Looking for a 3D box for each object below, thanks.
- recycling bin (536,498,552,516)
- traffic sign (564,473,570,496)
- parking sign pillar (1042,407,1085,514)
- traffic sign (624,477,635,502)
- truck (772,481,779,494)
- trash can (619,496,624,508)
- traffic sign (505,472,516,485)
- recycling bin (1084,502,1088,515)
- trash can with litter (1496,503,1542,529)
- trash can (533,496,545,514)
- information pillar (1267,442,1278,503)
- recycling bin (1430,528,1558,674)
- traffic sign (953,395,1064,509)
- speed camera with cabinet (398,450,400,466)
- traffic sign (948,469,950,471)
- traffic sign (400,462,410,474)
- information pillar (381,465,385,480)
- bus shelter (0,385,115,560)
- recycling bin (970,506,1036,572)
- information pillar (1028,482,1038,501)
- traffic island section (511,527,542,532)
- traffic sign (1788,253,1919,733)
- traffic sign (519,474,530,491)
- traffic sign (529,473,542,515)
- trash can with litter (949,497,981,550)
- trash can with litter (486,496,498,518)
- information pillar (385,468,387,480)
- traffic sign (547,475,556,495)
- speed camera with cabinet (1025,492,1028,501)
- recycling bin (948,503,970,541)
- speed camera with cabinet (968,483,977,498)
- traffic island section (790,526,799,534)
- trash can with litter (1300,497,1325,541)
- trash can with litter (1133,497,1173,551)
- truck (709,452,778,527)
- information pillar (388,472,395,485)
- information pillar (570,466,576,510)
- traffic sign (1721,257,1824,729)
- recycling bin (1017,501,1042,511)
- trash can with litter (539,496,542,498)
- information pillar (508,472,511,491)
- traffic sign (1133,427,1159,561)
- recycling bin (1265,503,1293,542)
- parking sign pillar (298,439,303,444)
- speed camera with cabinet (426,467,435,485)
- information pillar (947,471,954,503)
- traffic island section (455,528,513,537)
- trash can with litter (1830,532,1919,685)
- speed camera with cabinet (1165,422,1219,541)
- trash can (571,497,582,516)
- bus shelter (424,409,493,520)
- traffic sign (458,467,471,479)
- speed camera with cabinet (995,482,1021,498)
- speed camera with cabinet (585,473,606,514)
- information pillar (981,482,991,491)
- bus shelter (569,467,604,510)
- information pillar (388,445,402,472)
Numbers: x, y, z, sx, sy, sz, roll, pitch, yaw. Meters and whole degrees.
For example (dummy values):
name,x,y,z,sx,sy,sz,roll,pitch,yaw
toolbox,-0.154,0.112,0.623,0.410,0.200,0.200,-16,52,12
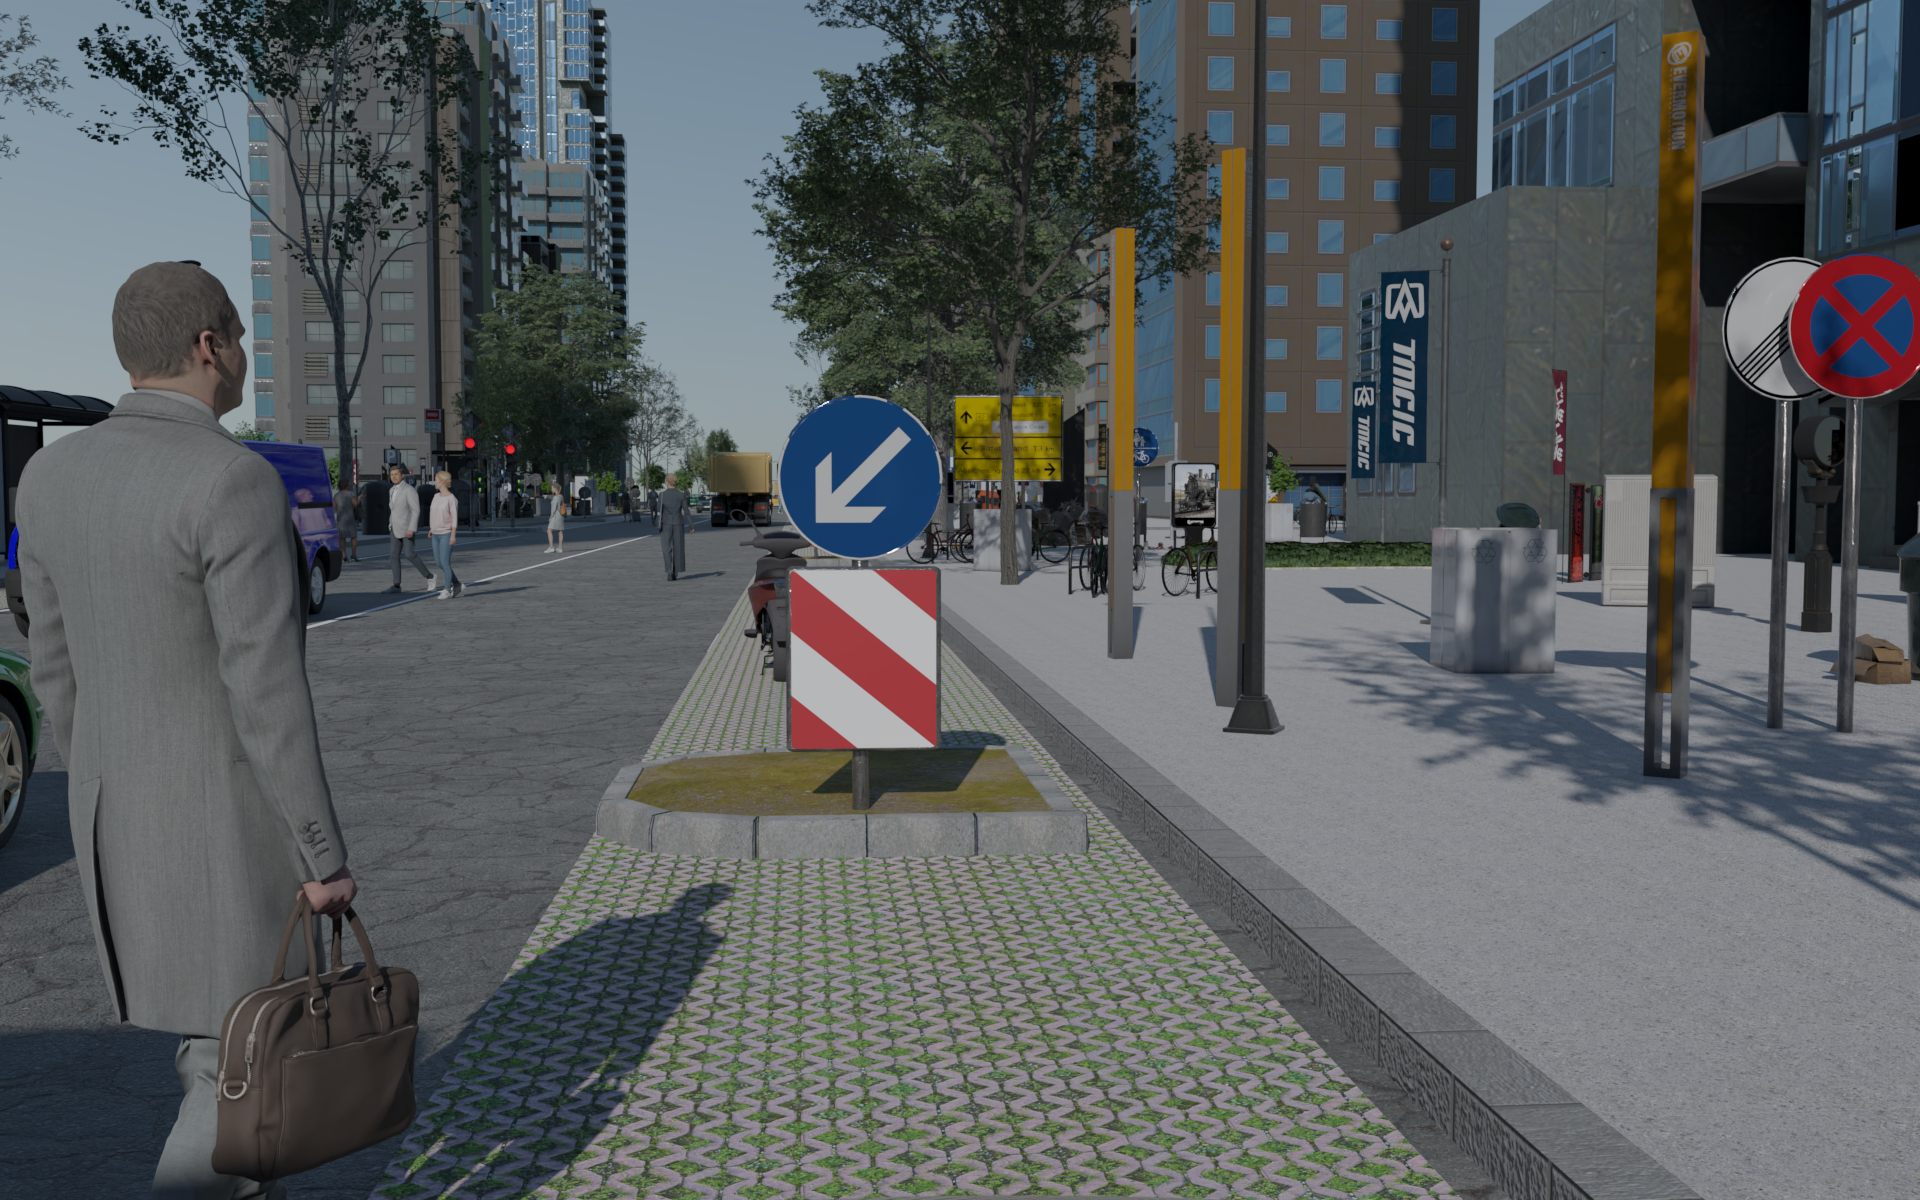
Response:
name,x,y,z,sx,sy,sz,roll,pitch,yaw
recycling bin,-24.608,-5.497,102.429,0.722,1.027,0.722,-2,4,-31
traffic sign,-24.118,-6.447,105.518,0.768,2.556,0.104,0,4,3
parking sign pillar,3.227,-4.010,54.037,1.447,3.967,1.447,0,4,0
traffic sign,-24.447,-7.834,128.186,0.768,2.556,0.104,0,4,-2
truck,-26.780,-16.254,261.669,3.469,3.379,9.791,0,4,-7
trash can,-24.626,-7.053,126.963,0.748,1.137,0.748,0,3,0
traffic sign,-21.906,-5.115,84.814,0.795,2.450,0.064,0,4,2
recycling bin,3.796,-2.707,56.808,0.722,1.027,0.722,1,4,9
trash can with litter,7.240,-0.661,22.193,0.624,1.170,1.055,0,4,5
trash can,-25.588,-5.730,105.346,0.748,1.137,0.748,0,3,0
information pillar,14.025,-5.295,77.920,0.504,3.616,0.183,1,4,9
recycling bin,3.900,-0.008,12.693,0.722,1.027,0.722,0,4,-1
traffic sign,0.990,-2.552,35.605,2.265,3.308,0.079,0,4,4
speed camera with cabinet,-25.219,-5.057,77.011,0.660,3.252,2.038,1,4,21
traffic sign,-0.782,-5.002,81.888,0.768,2.556,0.104,0,4,-2
traffic sign,-22.509,-4.284,70.047,0.884,2.594,0.081,0,4,0
information pillar,-45.650,-8.929,137.342,0.183,3.616,0.504,3,5,42
bus shelter,-17.860,-2.395,33.077,2.014,3.302,5.546,0,4,-5
recycling bin,0.712,-1.002,28.930,0.722,1.027,0.722,3,5,40
information pillar,2.809,-4.636,67.149,0.504,3.616,0.183,-3,5,-41
traffic island section,-17.147,-2.694,66.331,2.009,0.180,2.903,0,4,-5
traffic sign,4.771,-0.560,9.264,0.768,2.556,0.104,0,4,1
traffic sign,-27.961,-6.801,111.307,0.768,2.556,0.104,0,4,3
traffic sign,-26.231,-6.539,107.023,0.768,2.556,0.104,0,4,3
trash can with litter,0.575,-1.759,39.816,2.233,1.210,1.678,1,4,19
trash can with litter,-24.927,-4.922,91.863,0.624,1.170,1.055,-3,5,-42
information pillar,-37.370,-7.502,114.016,0.504,3.616,0.183,-1,4,-14
traffic sign,-26.603,-6.922,113.273,0.768,2.556,0.104,0,4,5
speed camera with cabinet,4.438,-8.912,140.046,2.038,3.252,0.660,-1,4,-15
recycling bin,0.104,-2.137,47.499,0.722,1.027,0.722,2,4,30
speed camera with cabinet,1.384,-8.969,140.976,0.660,3.252,2.038,-2,4,-32
traffic island section,-5.602,-2.757,67.360,2.009,0.180,2.903,0,4,-5
trash can with litter,7.984,-1.606,37.314,2.233,1.210,1.678,1,4,12
trash can with litter,4.456,-1.784,40.230,1.678,1.210,2.233,2,4,31
truck,-9.894,-5.080,78.981,3.469,3.379,9.791,0,4,-5
information pillar,-18.995,-3.279,58.106,0.304,2.012,0.304,-1,4,-18
information pillar,-27.201,-7.975,121.743,0.183,3.616,0.504,1,4,19
traffic sign,4.470,-0.570,9.422,0.768,2.556,0.104,0,4,-4
recycling bin,2.525,-2.846,59.081,0.722,1.027,0.722,3,5,41
trash can with litter,-27.039,-6.038,110.111,1.055,1.170,0.624,0,4,-5
information pillar,-29.190,-7.429,112.816,0.504,3.616,0.183,1,4,13
traffic sign,3.393,-2.010,32.967,0.768,2.556,0.104,0,4,-2
recycling bin,8.414,-2.065,46.314,0.722,1.027,0.722,-2,4,-27
parking sign pillar,-32.178,-5.918,85.238,1.447,3.967,1.447,-1,4,-10
speed camera with cabinet,-38.654,-8.074,126.339,0.660,3.252,2.038,-1,4,-19
information pillar,-0.377,-3.160,56.161,0.304,2.012,0.304,-2,4,-27
traffic island section,-16.432,-2.208,58.378,2.009,0.180,2.903,0,4,-5
trash can with litter,6.555,-0.024,11.780,1.055,1.170,0.624,-1,4,-14
speed camera with cabinet,6.555,-3.252,47.504,0.660,3.252,2.038,-3,5,-39
trash can,-22.383,-5.470,101.083,0.748,1.137,0.748,0,3,0
bus shelter,-24.296,-6.515,84.148,2.179,5.291,8.768,0,4,-5
traffic sign,-22.722,-4.873,79.777,0.768,2.556,0.104,0,3,0
speed camera with cabinet,3.792,-8.669,136.077,2.038,3.252,0.660,2,4,27
speed camera with cabinet,-23.093,-7.049,109.579,0.660,3.252,2.038,1,4,11
information pillar,1.068,-4.721,68.548,0.504,3.616,0.183,3,4,39
bus shelter,-28.908,-8.592,134.409,2.014,3.302,5.546,0,4,-5
information pillar,-26.545,-5.517,81.558,0.504,3.616,0.183,-1,4,-13
